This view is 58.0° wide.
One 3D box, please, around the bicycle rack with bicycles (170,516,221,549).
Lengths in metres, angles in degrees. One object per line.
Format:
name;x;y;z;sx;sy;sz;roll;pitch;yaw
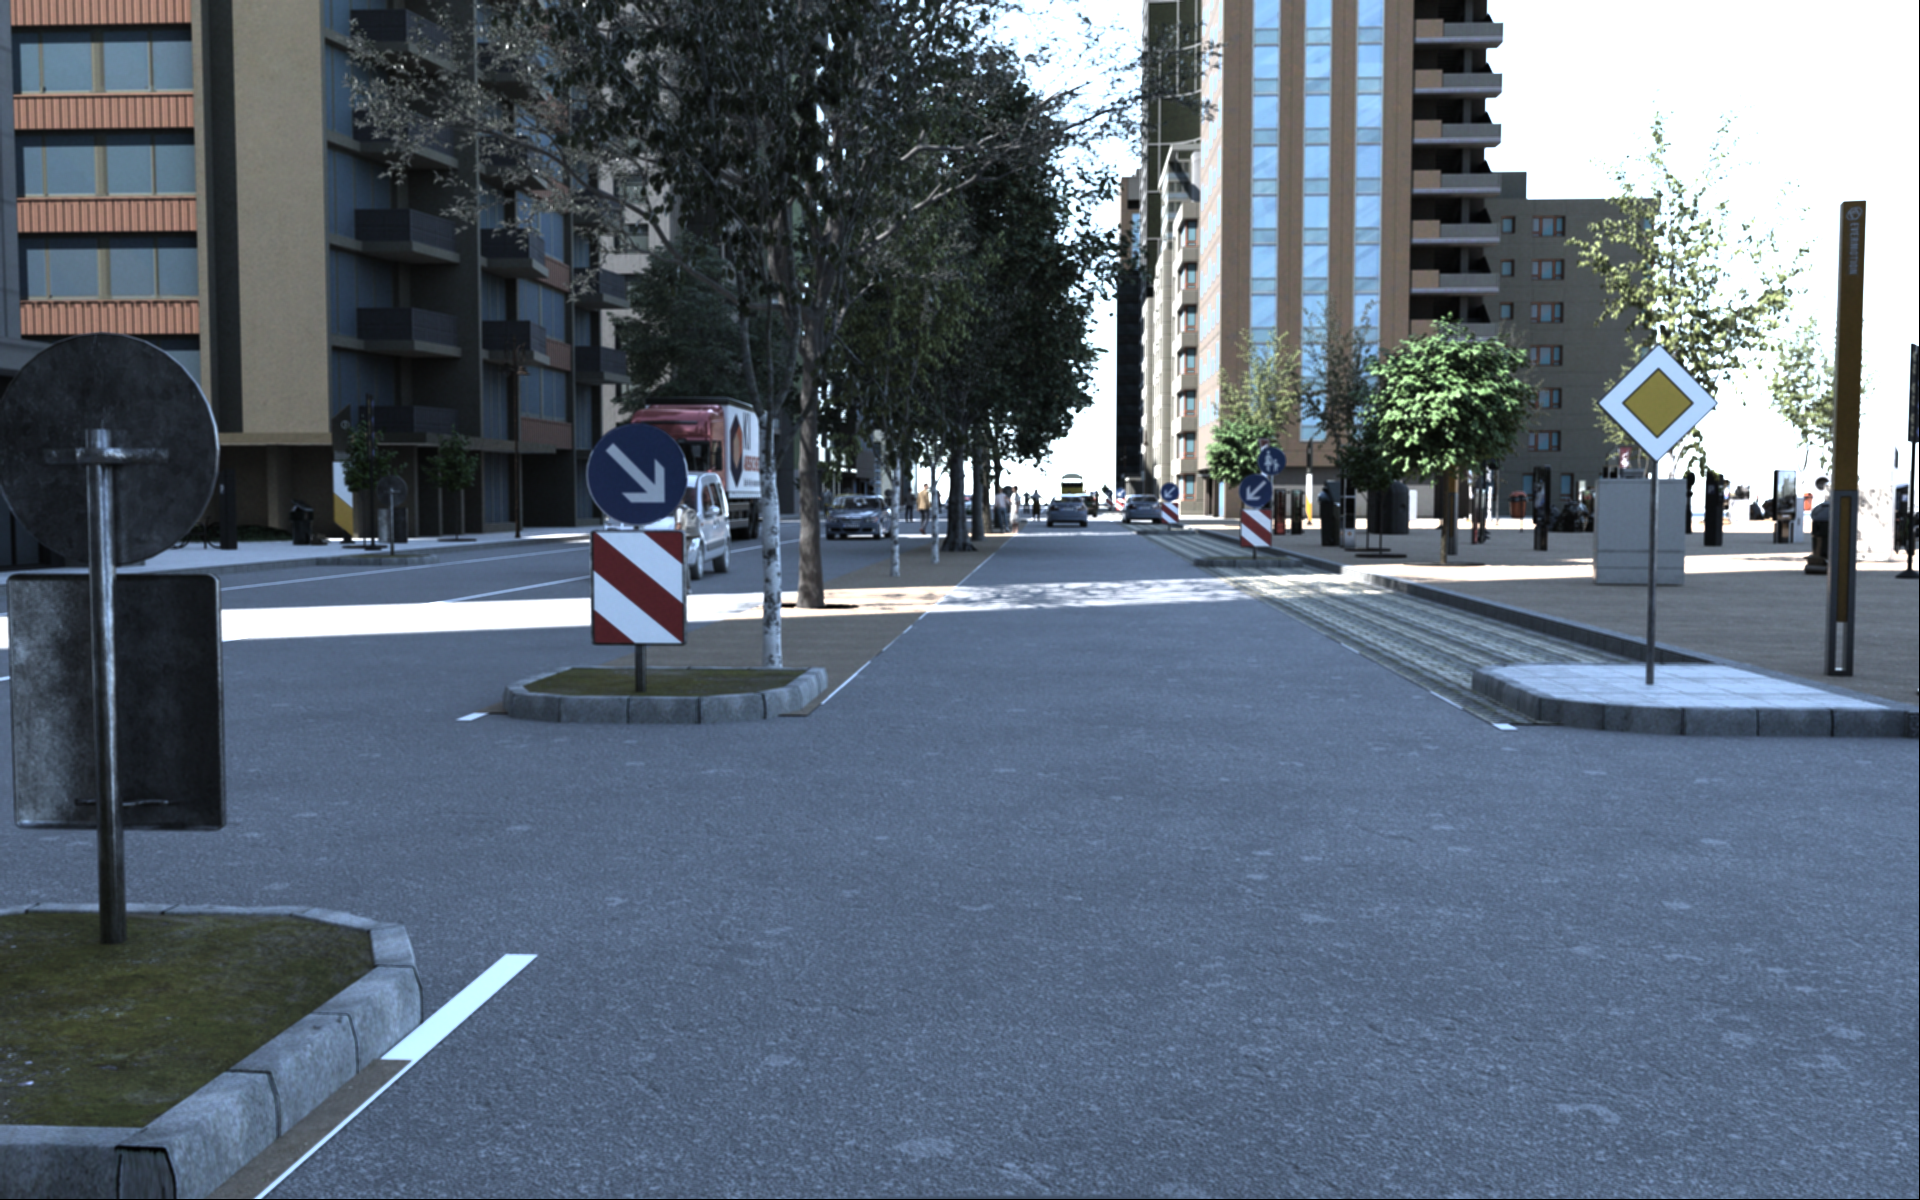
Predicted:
bicycle rack with bicycles;-18.862;-1.632;40.066;2.925;0.926;2.852;1;4;12

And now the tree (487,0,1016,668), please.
tree;-1.492;-3.698;13.281;4.360;8.622;3.978;0;3;0

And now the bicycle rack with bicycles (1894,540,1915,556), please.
bicycle rack with bicycles;19.768;-1.456;37.183;2.852;0.926;2.925;3;4;36

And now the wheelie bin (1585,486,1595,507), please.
wheelie bin;24.421;-3.597;66.723;0.693;1.594;0.980;-2;4;-24

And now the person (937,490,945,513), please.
person;-1.554;-7.393;130.100;1.217;1.743;0.721;-2;4;-25

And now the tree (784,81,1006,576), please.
tree;-1.159;-4.722;30.016;4.737;8.622;4.395;0;3;0

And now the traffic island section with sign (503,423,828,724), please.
traffic island section with sign;-2.027;-0.221;11.756;2.006;1.907;1.989;0;4;3

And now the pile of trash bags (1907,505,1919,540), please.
pile of trash bags;28.174;-2.331;47.858;3.447;1.369;1.912;-1;4;-9

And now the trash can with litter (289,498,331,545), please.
trash can with litter;-16.335;-1.969;43.588;1.055;1.170;0.624;1;4;17

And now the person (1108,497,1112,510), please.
person;12.622;-8.374;146.359;0.436;1.711;0.756;0;4;6

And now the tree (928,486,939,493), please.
tree;-3.318;-14.044;224.228;1.663;3.219;1.824;0;3;0

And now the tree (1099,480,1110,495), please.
tree;20.341;-15.143;242.191;1.663;3.219;1.824;0;3;0

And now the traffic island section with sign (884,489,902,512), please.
traffic island section with sign;-5.738;-8.008;139.553;1.989;1.847;2.006;0;4;3

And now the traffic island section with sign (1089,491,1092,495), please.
traffic island section with sign;15.039;-11.291;193.242;1.989;1.847;2.006;0;4;3

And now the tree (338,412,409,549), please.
tree;-14.216;-2.842;41.071;1.663;3.219;1.824;0;3;0

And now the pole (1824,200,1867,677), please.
pole;6.221;-1.121;12.164;0.158;3.312;0.155;0;3;0

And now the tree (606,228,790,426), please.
tree;-12.262;-10.785;82.986;9.857;13.997;8.962;0;3;0

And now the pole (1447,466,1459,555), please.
pole;10.391;-2.606;36.452;0.158;3.312;0.155;0;3;0

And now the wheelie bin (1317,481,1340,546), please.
wheelie bin;9.259;-2.133;42.777;0.980;1.594;0.693;-1;4;-23

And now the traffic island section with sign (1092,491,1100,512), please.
traffic island section with sign;11.812;-7.944;138.514;1.989;1.847;2.006;0;4;3

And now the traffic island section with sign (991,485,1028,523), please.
traffic island section with sign;2.377;-4.809;86.766;2.006;1.907;1.989;0;4;3

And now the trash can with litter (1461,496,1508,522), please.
trash can with litter;24.275;-4.239;80.361;2.233;1.210;1.678;2;4;24

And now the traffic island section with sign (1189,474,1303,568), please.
traffic island section with sign;5.692;-1.580;34.466;1.989;1.847;2.006;0;4;3

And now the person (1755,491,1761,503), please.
person;75.350;-9.435;163.470;0.721;1.736;1.217;3;5;43

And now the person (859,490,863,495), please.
person;-7.043;-6.902;122.062;1.217;1.735;0.721;0;4;-2

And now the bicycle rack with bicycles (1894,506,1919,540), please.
bicycle rack with bicycles;29.228;-2.373;52.183;2.852;0.926;2.925;1;4;8

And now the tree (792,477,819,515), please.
tree;-9.694;-6.961;108.419;1.663;3.219;1.824;0;3;0

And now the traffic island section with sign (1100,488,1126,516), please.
traffic island section with sign;10.227;-6.298;111.606;1.989;1.847;2.006;0;4;3

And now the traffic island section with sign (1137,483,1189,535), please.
traffic island section with sign;7.284;-3.229;61.419;1.989;1.847;2.006;0;4;3

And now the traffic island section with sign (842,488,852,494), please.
traffic island section with sign;-7.312;-6.358;112.584;1.989;1.847;2.006;0;4;3

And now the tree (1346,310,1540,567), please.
tree;8.637;-2.897;31.078;4.285;4.588;4.351;0;3;0

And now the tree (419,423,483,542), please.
tree;-13.874;-3.216;47.182;1.663;3.219;1.824;0;3;0

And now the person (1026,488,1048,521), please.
person;4.102;-5.093;92.509;1.217;1.736;0.721;-1;4;-13

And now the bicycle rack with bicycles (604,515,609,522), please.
bicycle rack with bicycles;-15.333;-4.045;79.512;2.852;0.926;2.925;1;4;18

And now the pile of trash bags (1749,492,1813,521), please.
pile of trash bags;39.884;-4.537;83.932;3.447;1.369;1.912;-1;4;-17

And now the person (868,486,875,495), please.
person;-4.591;-4.943;88.949;0.705;1.869;1.348;2;4;25

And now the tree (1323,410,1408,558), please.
tree;8.461;-2.488;35.286;1.663;3.219;1.824;0;3;0

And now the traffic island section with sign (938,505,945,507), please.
traffic island section with sign;-2.492;-11.364;194.428;1.989;1.847;2.006;0;4;3

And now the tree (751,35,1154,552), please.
tree;-0.066;-7.546;42.841;9.611;12.733;9.660;0;3;0

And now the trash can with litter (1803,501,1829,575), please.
trash can with litter;13.972;-1.008;27.861;0.624;1.170;1.055;3;4;38

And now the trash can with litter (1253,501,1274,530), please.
trash can with litter;8.604;-2.322;49.354;0.624;1.170;1.055;0;4;5

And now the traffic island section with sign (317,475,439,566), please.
traffic island section with sign;-11.841;-1.647;35.551;1.989;1.847;2.006;0;4;3

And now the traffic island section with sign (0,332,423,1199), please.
traffic island section with sign;-2.472;0.231;4.362;2.006;1.907;1.989;0;4;3

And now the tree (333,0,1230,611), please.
tree;-1.896;-6.643;21.439;12.009;13.543;11.850;0;3;0

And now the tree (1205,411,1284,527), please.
tree;11.134;-5.170;68.251;4.285;4.588;4.351;0;3;0

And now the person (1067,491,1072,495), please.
person;9.825;-8.901;154.970;0.756;1.711;0.436;2;4;30

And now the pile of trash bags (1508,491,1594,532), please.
pile of trash bags;20.154;-2.987;58.583;3.447;1.369;1.912;-1;4;-13
